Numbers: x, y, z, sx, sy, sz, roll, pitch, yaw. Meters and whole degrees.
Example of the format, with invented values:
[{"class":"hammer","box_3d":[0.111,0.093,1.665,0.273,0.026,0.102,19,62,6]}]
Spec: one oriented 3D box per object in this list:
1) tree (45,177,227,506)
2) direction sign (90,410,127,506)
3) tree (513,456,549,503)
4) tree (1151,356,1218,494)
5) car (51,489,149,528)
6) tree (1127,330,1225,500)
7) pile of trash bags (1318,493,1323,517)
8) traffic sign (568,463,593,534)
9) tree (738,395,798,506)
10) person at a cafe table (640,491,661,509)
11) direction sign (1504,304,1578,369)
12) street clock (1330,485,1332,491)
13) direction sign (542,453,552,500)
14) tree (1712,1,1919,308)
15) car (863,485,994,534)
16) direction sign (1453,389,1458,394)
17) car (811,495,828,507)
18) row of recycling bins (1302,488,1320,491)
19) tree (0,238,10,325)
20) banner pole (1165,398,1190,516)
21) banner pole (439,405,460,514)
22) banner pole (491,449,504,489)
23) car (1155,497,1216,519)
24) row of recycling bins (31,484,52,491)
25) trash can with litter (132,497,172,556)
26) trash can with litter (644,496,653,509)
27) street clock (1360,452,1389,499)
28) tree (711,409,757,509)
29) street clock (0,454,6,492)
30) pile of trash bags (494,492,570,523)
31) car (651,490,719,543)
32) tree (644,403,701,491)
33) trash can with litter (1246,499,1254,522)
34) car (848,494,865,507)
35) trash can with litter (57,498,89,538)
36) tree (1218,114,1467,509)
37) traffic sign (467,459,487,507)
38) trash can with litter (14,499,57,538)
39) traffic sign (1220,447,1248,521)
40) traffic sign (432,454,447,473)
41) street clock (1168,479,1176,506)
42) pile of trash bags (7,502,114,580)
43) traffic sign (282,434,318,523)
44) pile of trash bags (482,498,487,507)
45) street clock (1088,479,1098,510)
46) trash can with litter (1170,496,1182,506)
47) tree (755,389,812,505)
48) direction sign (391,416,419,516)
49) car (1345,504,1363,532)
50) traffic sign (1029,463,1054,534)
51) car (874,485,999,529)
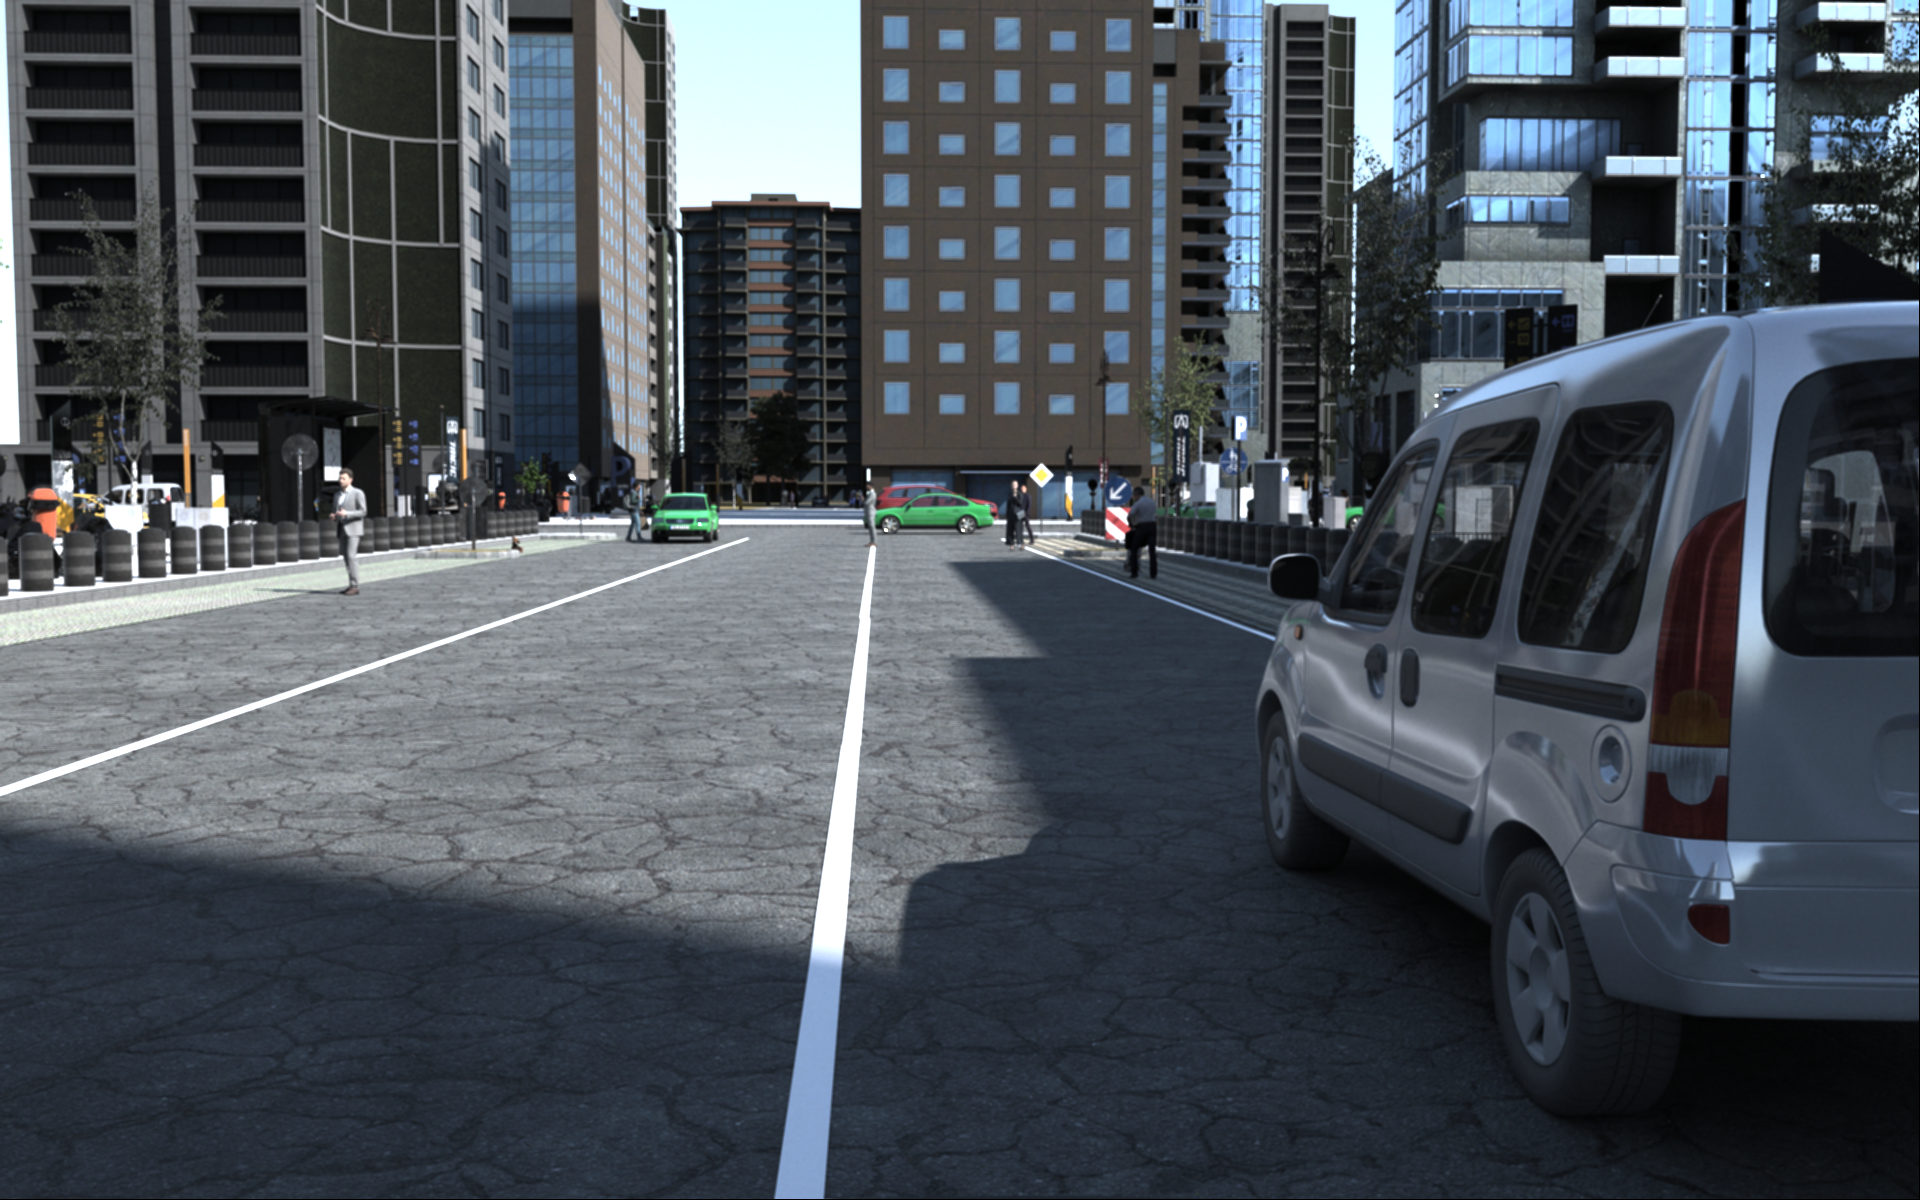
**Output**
[{"class":"tree","box_3d":[-19.521,-5.532,40.818,4.360,8.622,3.978,0,3,0]},{"class":"direction sign","box_3d":[-22.952,-3.350,46.764,0.876,3.537,0.379,-1,4,-10]},{"class":"tree","box_3d":[-21.561,-5.689,87.624,1.663,3.219,1.824,0,3,0]},{"class":"tree","box_3d":[11.881,-8.647,91.738,4.360,8.622,3.978,0,3,0]},{"class":"car","box_3d":[-31.287,-3.189,62.357,3.980,1.641,2.015,0,4,-3]},{"class":"tree","box_3d":[9.947,-7.798,77.866,4.737,8.622,4.395,0,3,0]},{"class":"pile of trash bags","box_3d":[20.068,-5.413,98.257,1.912,1.369,3.447,1,4,21]},{"class":"traffic sign","box_3d":[-12.101,-3.157,55.260,0.795,2.450,0.064,0,4,-3]},{"class":"tree","box_3d":[-21.005,-16.350,189.370,6.751,12.117,7.091,0,3,0]},{"class":"person at a cafe table","box_3d":[-24.259,-7.777,135.662,1.698,1.524,1.622,-1,4,-11]},{"class":"direction sign","box_3d":[7.018,-1.775,21.026,0.876,3.537,0.379,3,5,39]},{"class":"street clock","box_3d":[31.038,-8.568,144.659,0.358,2.002,0.471,0,4,2]},{"class":"direction sign","box_3d":[-22.719,-6.317,95.283,0.876,3.537,0.379,3,5,43]},{"class":"tree","box_3d":[13.551,-4.634,26.130,4.360,8.622,3.978,0,3,0]},{"class":"car","box_3d":[-1.142,-3.271,62.283,4.718,1.807,1.959,0,4,-3]},{"class":"direction sign","box_3d":[10.843,-2.808,37.908,0.379,3.537,0.876,1,4,23]},{"class":"car","box_3d":[-16.188,-11.463,200.005,1.945,1.354,3.894,0,4,-3]},{"class":"row of recycling bins","box_3d":[21.671,-6.414,111.976,3.534,1.692,1.069,3,4,38]},{"class":"tree","box_3d":[-19.672,-4.964,31.529,4.737,8.622,4.395,0,3,0]},{"class":"banner pole","box_3d":[5.637,-3.384,45.346,0.863,3.779,0.401,-1,4,-10]},{"class":"banner pole","box_3d":[-14.463,-3.609,49.017,0.401,3.779,0.863,2,4,31]},{"class":"banner pole","box_3d":[-25.836,-6.519,96.603,0.401,3.779,0.863,3,5,44]},{"class":"car","box_3d":[8.744,-3.096,62.422,4.920,1.459,2.131,0,4,-5]},{"class":"row of recycling bins","box_3d":[-39.211,-4.116,74.403,1.069,1.692,3.534,-1,4,-18]},{"class":"trash can with litter","box_3d":[-16.450,-1.538,36.202,2.233,1.210,1.678,1,4,14]},{"class":"trash can with litter","box_3d":[-20.956,-6.392,115.888,0.624,1.170,1.055,-2,4,-31]},{"class":"street clock","box_3d":[7.135,-1.548,29.875,0.358,2.002,0.471,-2,4,-35]},{"class":"tree","box_3d":[-19.559,-12.197,149.786,4.360,8.622,3.978,0,3,0]},{"class":"street clock","box_3d":[-16.363,-1.508,29.223,0.471,2.002,0.358,0,4,4]},{"class":"pile of trash bags","box_3d":[-19.103,-4.205,78.508,3.447,1.369,1.912,2,4,25]},{"class":"car","box_3d":[-8.250,-2.648,52.091,1.959,1.807,4.718,0,4,-5]},{"class":"tree","box_3d":[-23.032,-11.579,139.672,4.360,8.622,3.978,0,3,0]},{"class":"trash can with litter","box_3d":[7.558,-1.981,43.778,0.624,1.170,1.055,0,4,6]},{"class":"car","box_3d":[-11.795,-11.531,198.127,1.945,1.707,3.694,0,4,-4]},{"class":"trash can with litter","box_3d":[-26.220,-2.423,51.010,0.624,1.170,1.055,0,4,4]},{"class":"tree","box_3d":[7.946,-5.121,34.088,4.360,8.622,3.978,0,3,0]},{"class":"traffic sign","box_3d":[-14.218,-2.990,51.020,0.606,2.300,0.079,0,4,3]},{"class":"trash can with litter","box_3d":[-23.595,-2.000,44.081,0.624,1.170,1.055,-1,4,-10]},{"class":"traffic sign","box_3d":[7.421,-2.870,47.031,0.768,2.556,0.104,0,4,3]},{"class":"traffic sign","box_3d":[-16.187,-3.320,54.386,0.768,2.556,0.104,0,4,1]},{"class":"street clock","box_3d":[10.411,-4.923,85.065,0.358,2.002,0.471,2,4,31]},{"class":"pile of trash bags","box_3d":[-14.506,-1.091,27.590,1.912,1.369,3.447,-2,4,-32]},{"class":"traffic sign","box_3d":[-13.990,-2.240,36.722,0.768,2.556,0.104,0,4,-1]},{"class":"pile of trash bags","box_3d":[-35.864,-7.765,136.717,3.447,1.369,1.912,1,4,14]},{"class":"street clock","box_3d":[6.484,-4.890,84.519,0.471,2.002,0.358,1,4,12]},{"class":"trash can with litter","box_3d":[10.083,-4.325,82.097,0.624,1.170,1.055,-3,5,-40]},{"class":"tree","box_3d":[-21.187,-18.475,209.480,7.806,13.903,7.818,0,3,0]},{"class":"direction sign","box_3d":[-16.254,-3.596,50.800,0.379,3.537,0.876,3,5,40]},{"class":"car","box_3d":[15.587,-3.303,62.799,4.718,1.807,1.959,0,4,-2]},{"class":"traffic sign","box_3d":[2.629,-3.198,55.924,0.795,2.450,0.064,0,4,-3]},{"class":"car","box_3d":[-1.059,-3.826,71.229,5.304,1.827,2.281,0,4,-3]}]
